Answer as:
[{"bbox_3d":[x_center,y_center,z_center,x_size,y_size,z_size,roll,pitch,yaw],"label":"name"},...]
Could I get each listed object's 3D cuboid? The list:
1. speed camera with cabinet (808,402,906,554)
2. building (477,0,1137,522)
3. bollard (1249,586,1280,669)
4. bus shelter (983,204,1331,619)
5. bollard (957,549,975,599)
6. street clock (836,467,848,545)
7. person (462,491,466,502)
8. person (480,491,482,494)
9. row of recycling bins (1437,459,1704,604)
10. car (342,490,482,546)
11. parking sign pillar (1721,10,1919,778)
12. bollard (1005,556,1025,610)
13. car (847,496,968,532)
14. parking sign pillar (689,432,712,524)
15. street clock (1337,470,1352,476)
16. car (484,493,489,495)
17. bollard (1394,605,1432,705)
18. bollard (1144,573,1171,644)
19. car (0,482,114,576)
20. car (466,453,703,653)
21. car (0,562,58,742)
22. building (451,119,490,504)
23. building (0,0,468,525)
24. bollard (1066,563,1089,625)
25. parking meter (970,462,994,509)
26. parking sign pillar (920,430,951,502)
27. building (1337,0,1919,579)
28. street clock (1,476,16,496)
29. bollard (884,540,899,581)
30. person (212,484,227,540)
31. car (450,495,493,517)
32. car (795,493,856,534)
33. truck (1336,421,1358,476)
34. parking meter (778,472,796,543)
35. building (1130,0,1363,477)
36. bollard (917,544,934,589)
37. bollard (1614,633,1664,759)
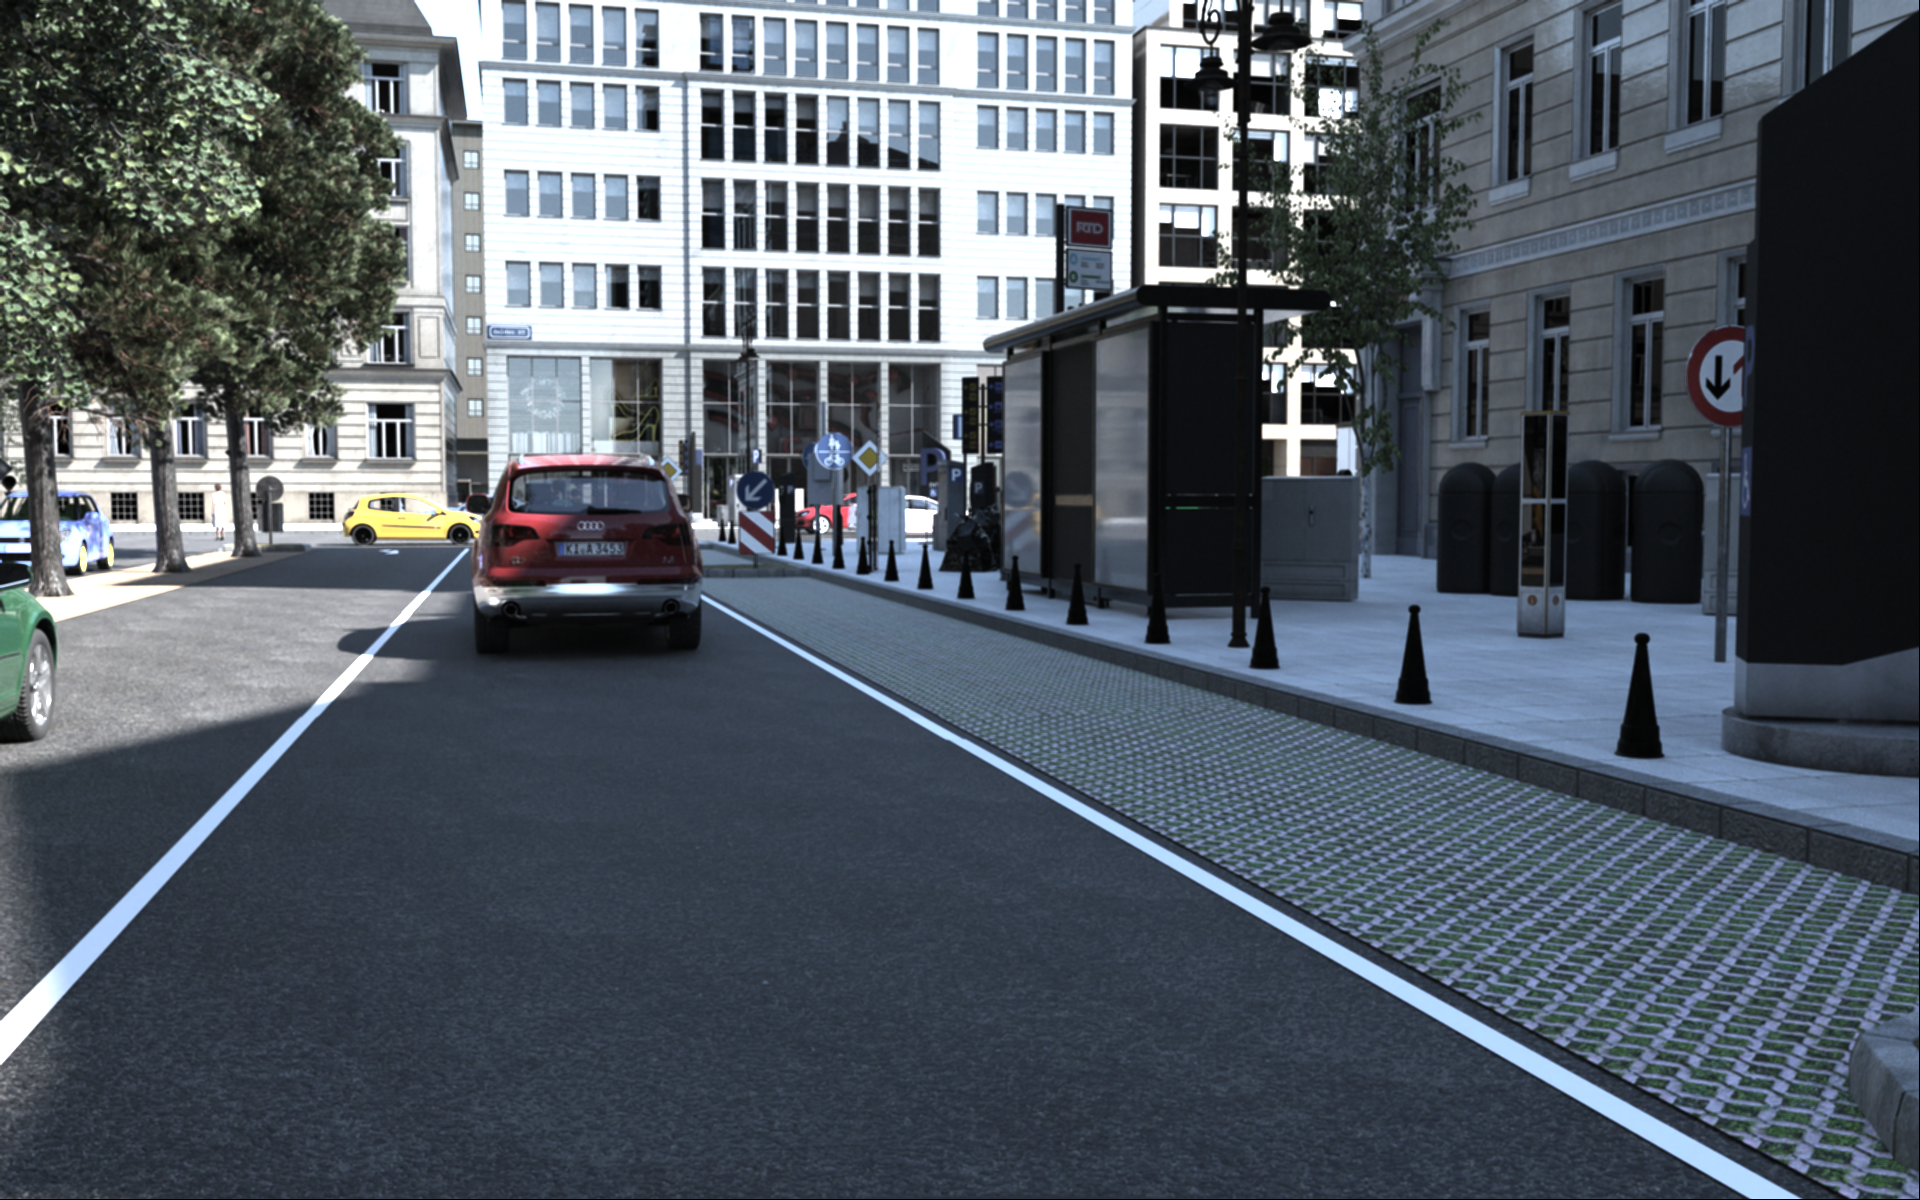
[{"bbox_3d":[-2.210,-2.621,37.187,2.038,3.252,0.660,1,4,9],"label":"speed camera with cabinet"},{"bbox_3d":[-7.524,-18.700,83.233,29.804,29.767,11.434,-1,4,-14],"label":"building"},{"bbox_3d":[2.249,0.200,12.773,0.229,0.601,0.229,0,3,0],"label":"bollard"},{"bbox_3d":[1.741,-2.699,21.756,2.179,5.291,8.768,-1,4,-14],"label":"bus shelter"},{"bbox_3d":[0.074,-0.322,21.313,0.229,0.601,0.229,0,3,0],"label":"bollard"},{"bbox_3d":[-3.057,-2.383,43.540,0.471,2.002,0.358,1,4,13],"label":"street clock"},{"bbox_3d":[-59.720,-12.233,208.469,0.705,1.831,1.348,0,4,4],"label":"person"},{"bbox_3d":[-53.332,-11.282,193.490,0.750,1.759,0.617,-2,4,-28],"label":"person"},{"bbox_3d":[7.497,-0.883,21.557,1.069,1.692,3.534,-3,5,-40],"label":"row of recycling bins"},{"bbox_3d":[-15.340,-2.364,48.880,3.980,1.641,2.015,-1,4,-15],"label":"car"},{"bbox_3d":[4.530,-1.219,8.400,1.447,3.967,1.447,1,4,17],"label":"parking sign pillar"},{"bbox_3d":[0.611,-0.192,19.185,0.229,0.601,0.229,0,3,0],"label":"bollard"},{"bbox_3d":[-1.393,-2.820,58.477,4.827,1.381,2.083,-1,4,-14],"label":"car"},{"bbox_3d":[-11.561,-5.330,75.610,1.447,3.967,1.447,-1,4,-16],"label":"parking sign pillar"},{"bbox_3d":[11.365,-2.853,51.223,0.471,2.002,0.358,-3,5,-41],"label":"street clock"},{"bbox_3d":[-42.374,-8.935,155.121,2.155,1.783,4.494,-1,4,-13],"label":"car"},{"bbox_3d":[2.789,0.330,10.645,0.229,0.601,0.229,0,3,0],"label":"bollard"},{"bbox_3d":[1.702,0.069,14.910,0.229,0.601,0.229,0,3,0],"label":"bollard"},{"bbox_3d":[-16.507,-1.326,31.275,1.945,1.707,3.694,-1,4,-16],"label":"car"},{"bbox_3d":[-3.766,-0.527,17.295,2.281,1.827,5.304,-1,4,-14],"label":"car"},{"bbox_3d":[-5.880,0.202,8.498,2.131,1.459,4.920,-1,4,-14],"label":"car"},{"bbox_3d":[-67.463,-39.894,241.511,27.495,52.752,28.713,-1,4,-14],"label":"building"},{"bbox_3d":[-37.922,-14.985,78.297,30.059,22.955,16.112,-1,4,-14],"label":"building"},{"bbox_3d":[1.156,-0.062,17.057,0.229,0.601,0.229,0,3,0],"label":"bollard"},{"bbox_3d":[0.403,-1.604,31.934,0.399,1.863,0.255,3,4,36],"label":"parking meter"},{"bbox_3d":[-1.035,-5.162,72.877,1.447,3.967,1.447,2,4,27],"label":"parking sign pillar"},{"bbox_3d":[16.834,-14.849,28.684,13.634,28.700,20.117,-1,4,-14],"label":"building"},{"bbox_3d":[-37.387,-3.887,68.119,0.358,2.002,0.471,3,5,41],"label":"street clock"},{"bbox_3d":[-1.010,-0.583,25.569,0.229,0.601,0.229,0,3,0],"label":"bollard"},{"bbox_3d":[-23.002,-2.727,53.656,0.524,1.755,0.480,2,4,27],"label":"person"},{"bbox_3d":[-17.178,-3.067,62.155,4.499,1.417,2.014,-1,4,-14],"label":"car"},{"bbox_3d":[-3.897,-3.274,62.563,4.494,1.783,2.155,-1,4,-14],"label":"car"},{"bbox_3d":[20.518,-4.853,68.255,11.283,4.237,2.839,-1,4,-12],"label":"truck"},{"bbox_3d":[-4.528,-2.423,45.332,0.399,1.863,0.255,-3,5,-43],"label":"parking meter"},{"bbox_3d":[22.867,-17.791,95.391,34.151,26.468,19.350,-1,4,-14],"label":"building"},{"bbox_3d":[-0.470,-0.452,23.440,0.229,0.601,0.229,0,3,0],"label":"bollard"},{"bbox_3d":[3.338,0.462,8.491,0.229,0.601,0.229,0,3,0],"label":"bollard"}]
